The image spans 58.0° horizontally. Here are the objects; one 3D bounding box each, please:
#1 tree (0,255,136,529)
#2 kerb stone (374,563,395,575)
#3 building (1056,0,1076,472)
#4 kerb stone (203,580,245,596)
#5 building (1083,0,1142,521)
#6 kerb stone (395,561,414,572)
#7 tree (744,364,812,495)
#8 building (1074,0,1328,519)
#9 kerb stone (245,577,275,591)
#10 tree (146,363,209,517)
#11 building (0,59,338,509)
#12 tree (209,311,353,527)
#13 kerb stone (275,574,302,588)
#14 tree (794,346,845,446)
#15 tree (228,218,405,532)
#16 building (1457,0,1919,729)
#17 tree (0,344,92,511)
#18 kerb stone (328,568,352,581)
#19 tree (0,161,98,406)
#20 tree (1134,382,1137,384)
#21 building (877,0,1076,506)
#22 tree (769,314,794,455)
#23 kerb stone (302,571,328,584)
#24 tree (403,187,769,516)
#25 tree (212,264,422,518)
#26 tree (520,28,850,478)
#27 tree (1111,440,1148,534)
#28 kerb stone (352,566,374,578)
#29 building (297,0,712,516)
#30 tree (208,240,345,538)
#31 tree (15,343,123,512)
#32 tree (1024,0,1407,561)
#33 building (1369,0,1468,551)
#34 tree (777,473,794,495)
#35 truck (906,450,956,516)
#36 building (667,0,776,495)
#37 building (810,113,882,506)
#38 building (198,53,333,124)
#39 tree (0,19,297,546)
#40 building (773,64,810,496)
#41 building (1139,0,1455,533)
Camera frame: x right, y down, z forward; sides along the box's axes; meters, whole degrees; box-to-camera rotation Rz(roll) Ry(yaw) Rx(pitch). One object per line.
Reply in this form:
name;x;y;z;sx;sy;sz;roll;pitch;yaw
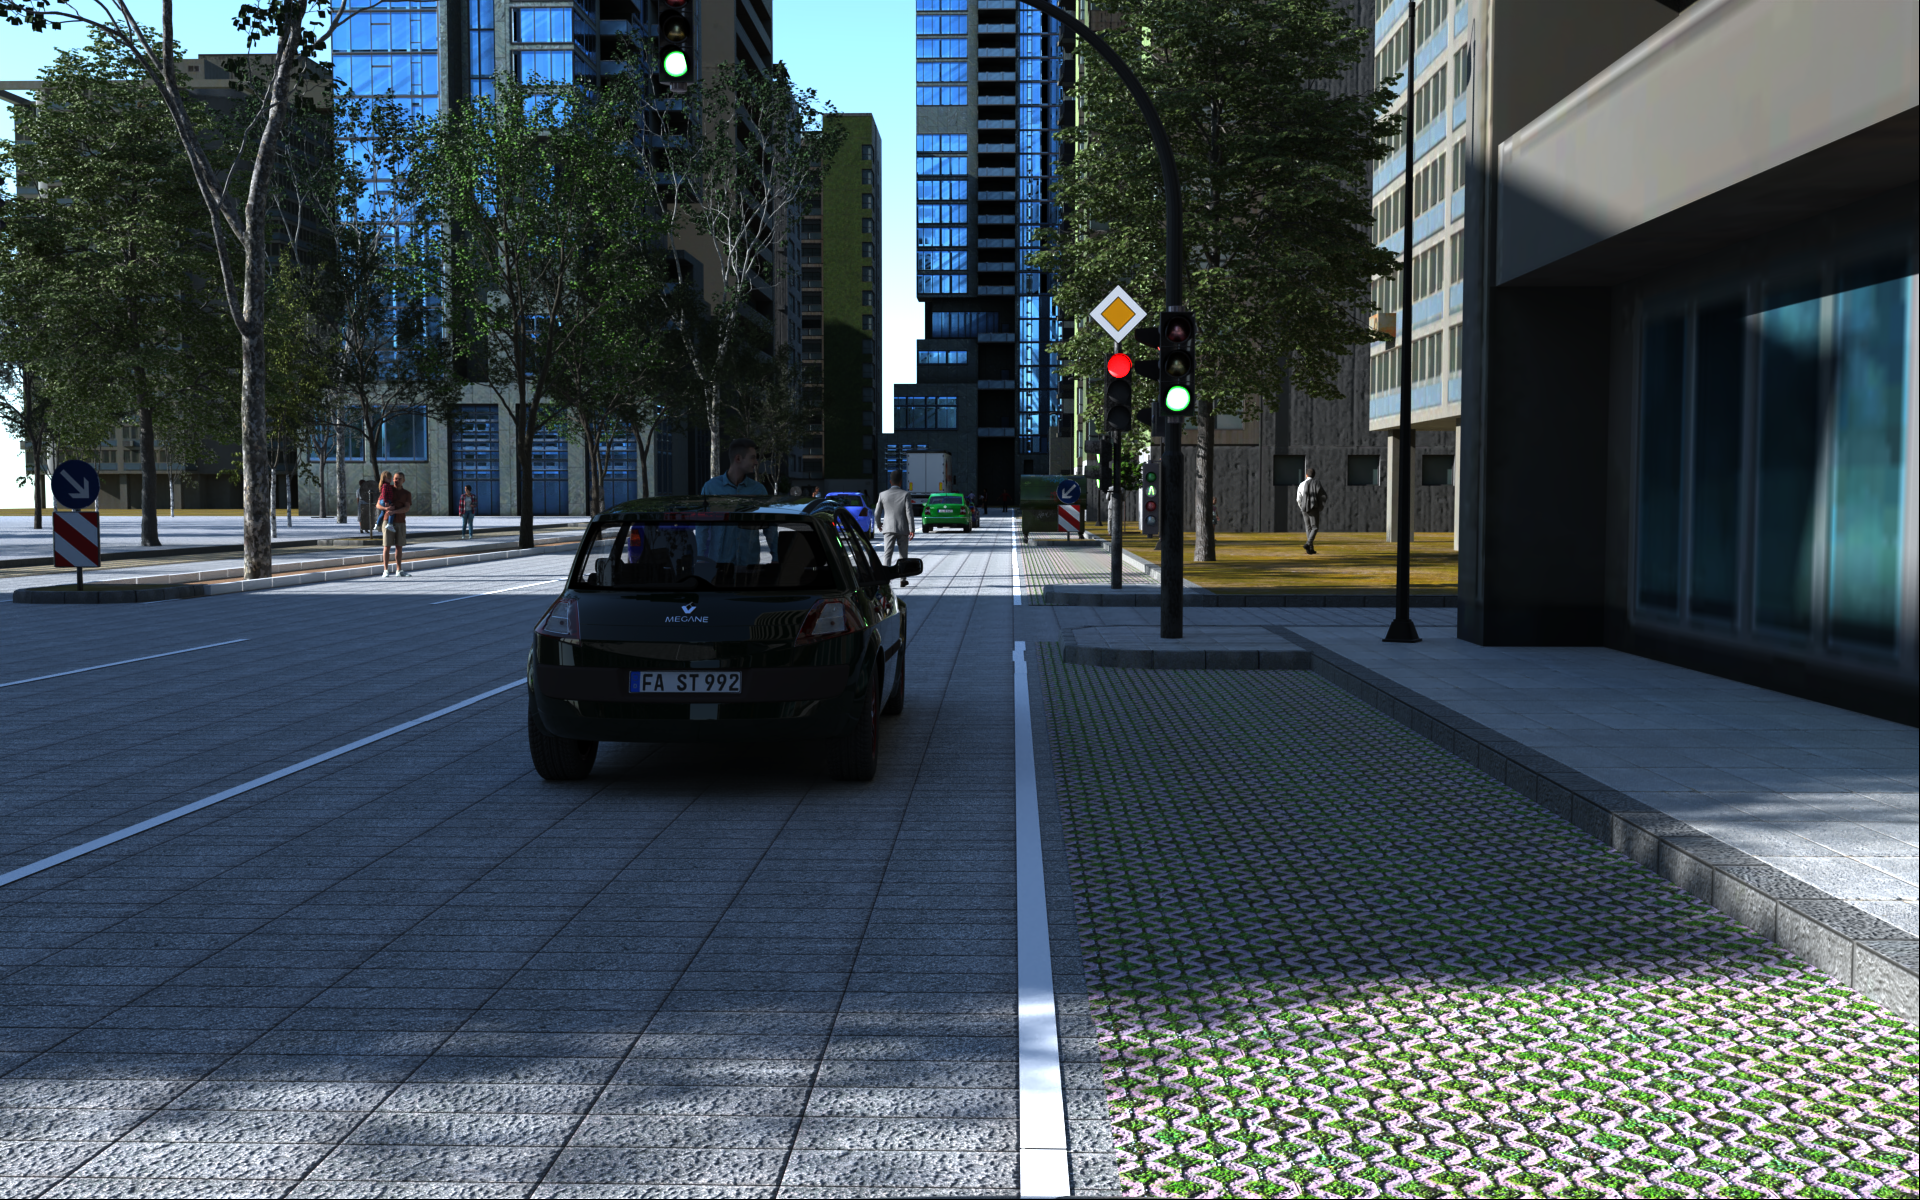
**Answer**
tree;-33.897;-7.922;63.931;8.767;10.594;7.601;1;4;20
kerb stone;-10.422;-0.542;31.051;0.120;0.150;1.000;0;4;2
building;18.424;-28.973;128.339;22.147;44.769;28.867;0;4;2
kerb stone;-10.602;-0.163;24.902;0.120;0.150;1.000;0;4;2
building;13.173;-19.294;87.158;14.160;30.474;14.107;0;4;2
kerb stone;-10.385;-0.605;32.080;0.120;0.150;1.000;0;4;2
tree;-9.647;-8.423;90.531;4.360;8.622;3.978;0;3;0
building;14.096;-25.904;107.130;14.154;41.232;14.086;0;4;2
kerb stone;-10.572;-0.228;25.927;0.120;0.150;1.000;0;4;2
tree;-43.507;-8.899;95.861;4.360;8.622;3.978;0;3;0
building;-70.205;-28.675;160.710;23.993;40.220;32.217;0;4;2
tree;-25.817;-7.135;67.024;4.360;8.622;3.978;0;3;0
kerb stone;-10.538;-0.291;26.948;0.120;0.150;1.000;0;4;2
tree;-9.699;-9.001;84.028;8.767;10.594;7.601;0;4;2
tree;-20.047;-7.616;58.937;7.601;10.594;8.767;1;4;18
building;14.755;-23.207;3.144;21.300;48.544;21.600;0;4;2
tree;-38.351;-7.489;72.809;4.360;8.622;3.978;0;3;0
kerb stone;-10.475;-0.413;28.999;0.120;0.150;1.000;0;4;2
tree;-32.128;-8.718;52.910;12.009;13.543;11.850;0;3;0
tree;9.558;-7.597;74.574;4.360;8.622;3.978;0;3;0
building;7.115;-53.742;191.351;31.000;86.520;22.319;0;4;2
tree;-10.659;-7.484;59.229;8.767;10.594;7.601;0;4;2
kerb stone;-10.513;-0.354;27.977;0.120;0.150;1.000;0;4;2
tree;-10.660;-6.987;51.110;8.767;10.594;7.601;0;4;2
tree;-34.119;-11.130;92.342;12.009;13.543;11.850;0;3;0
tree;-11.203;-13.023;71.274;12.611;20.169;13.585;0;3;0
tree;5.259;-3.773;56.283;1.663;3.219;1.824;0;3;0
kerb stone;-10.450;-0.476;30.021;0.120;0.150;1.000;0;4;2
building;-28.330;-48.962;113.195;22.319;86.520;31.000;0;4;2
tree;-20.189;-6.141;50.772;4.737;8.622;4.395;0;3;0
tree;-42.138;-8.169;83.931;4.737;8.622;4.395;0;3;0
tree;4.959;-6.995;32.502;7.486;12.596;7.792;0;3;0
building;22.413;-21.041;35.899;23.993;40.220;32.217;0;4;2
tree;-15.936;-10.030;158.589;1.663;3.219;1.824;0;3;0
truck;-1.899;-7.696;114.735;2.839;4.237;11.283;0;4;3
building;-27.147;-31.613;140.582;21.300;48.544;21.600;0;4;2
building;-15.856;-30.936;189.405;14.086;41.232;14.154;0;4;2
building;-71.885;-34.931;194.815;21.600;48.544;21.300;0;4;2
tree;-20.447;-7.598;42.361;7.486;12.596;7.792;0;3;0
building;-22.679;-29.601;167.563;14.086;41.232;14.154;0;4;2
building;13.588;-23.234;63.465;14.154;41.232;14.086;0;4;2
